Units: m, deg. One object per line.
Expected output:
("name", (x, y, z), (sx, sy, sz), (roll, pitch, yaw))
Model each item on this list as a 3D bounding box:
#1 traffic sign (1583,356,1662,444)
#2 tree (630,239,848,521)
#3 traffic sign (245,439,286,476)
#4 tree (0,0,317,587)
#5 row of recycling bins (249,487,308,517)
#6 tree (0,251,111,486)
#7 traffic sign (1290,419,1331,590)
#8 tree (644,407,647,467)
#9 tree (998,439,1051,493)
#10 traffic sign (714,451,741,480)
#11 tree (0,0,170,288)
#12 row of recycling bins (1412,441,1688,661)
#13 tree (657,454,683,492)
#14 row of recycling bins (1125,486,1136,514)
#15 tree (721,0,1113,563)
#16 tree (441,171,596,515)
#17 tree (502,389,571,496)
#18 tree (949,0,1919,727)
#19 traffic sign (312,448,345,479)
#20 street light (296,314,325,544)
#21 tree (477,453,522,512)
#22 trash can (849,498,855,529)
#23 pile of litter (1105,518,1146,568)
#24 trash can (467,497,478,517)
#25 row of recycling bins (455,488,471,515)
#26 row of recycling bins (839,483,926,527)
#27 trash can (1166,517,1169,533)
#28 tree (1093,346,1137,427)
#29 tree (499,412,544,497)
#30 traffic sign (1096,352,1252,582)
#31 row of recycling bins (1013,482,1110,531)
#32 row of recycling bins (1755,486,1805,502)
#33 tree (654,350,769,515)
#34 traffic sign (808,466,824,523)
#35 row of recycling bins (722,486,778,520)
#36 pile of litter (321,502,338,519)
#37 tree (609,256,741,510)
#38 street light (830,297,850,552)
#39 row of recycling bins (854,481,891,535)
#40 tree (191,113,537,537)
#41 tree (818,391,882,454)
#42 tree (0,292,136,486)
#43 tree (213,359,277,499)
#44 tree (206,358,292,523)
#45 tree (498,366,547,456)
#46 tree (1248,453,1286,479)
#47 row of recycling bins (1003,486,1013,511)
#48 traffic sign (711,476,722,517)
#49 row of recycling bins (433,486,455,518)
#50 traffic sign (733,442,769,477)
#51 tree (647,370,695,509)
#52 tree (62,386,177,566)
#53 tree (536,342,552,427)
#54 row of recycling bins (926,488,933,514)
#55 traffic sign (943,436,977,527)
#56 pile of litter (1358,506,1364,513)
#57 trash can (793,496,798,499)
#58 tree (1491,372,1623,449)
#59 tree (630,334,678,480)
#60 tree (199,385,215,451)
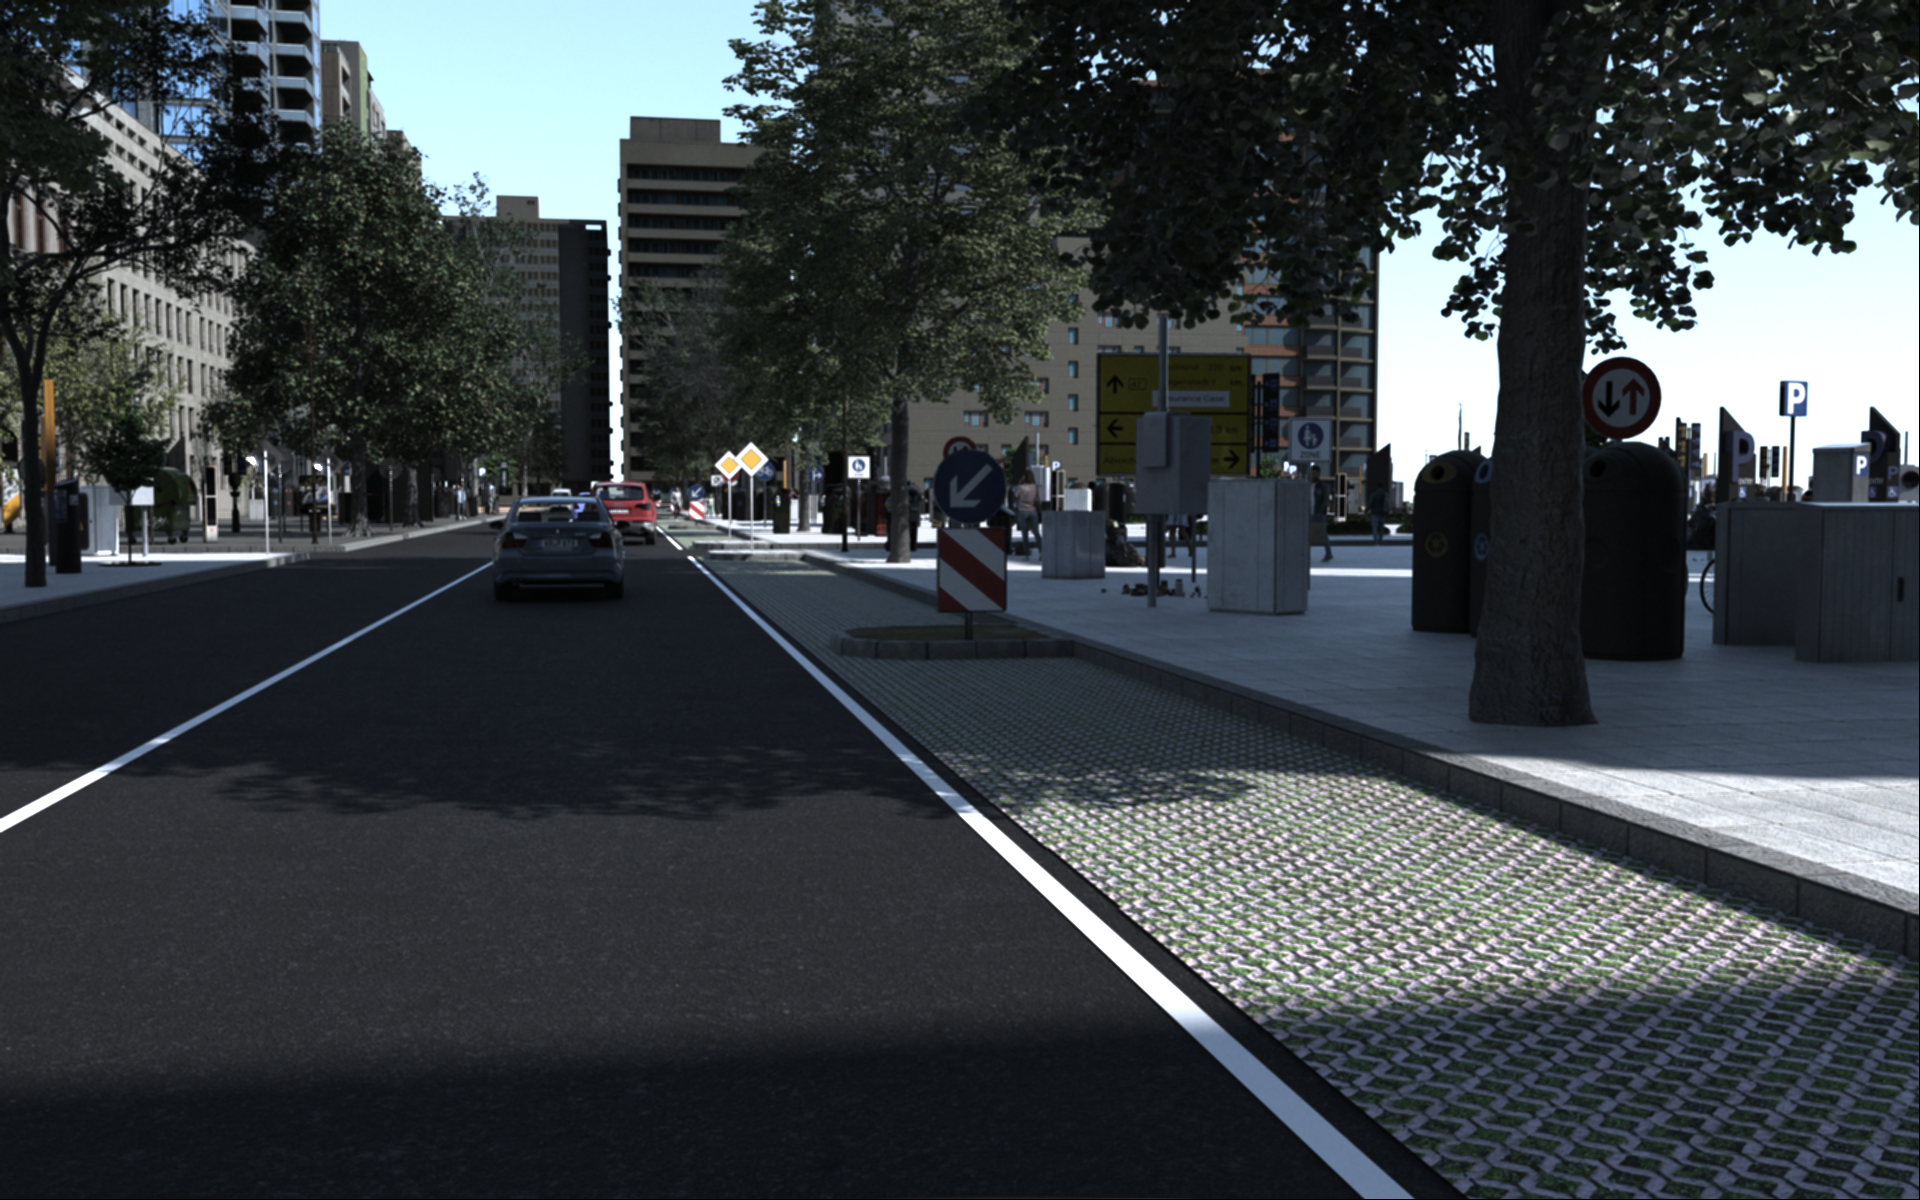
("traffic sign", (6.115, -0.980, 16.129), (0.768, 2.556, 0.104), (0, 4, -2))
("tree", (-10.199, -10.500, 82.043), (12.009, 13.543, 11.850), (0, 3, 0))
("traffic sign", (-14.605, -2.094, 36.428), (0.795, 2.593, 0.064), (-1, 4, -11))
("tree", (-12.726, -5.480, 24.018), (8.767, 10.594, 7.601), (1, 4, 10))
("row of recycling bins", (-38.917, -5.616, 98.929), (1.069, 1.692, 3.534), (2, 4, 35))
("tree", (-27.131, -6.307, 53.481), (4.737, 8.622, 4.395), (0, 3, 0))
("traffic sign", (4.671, -1.289, 23.199), (0.606, 2.300, 0.079), (-1, 4, -11))
("tree", (-23.845, -14.295, 151.843), (7.486, 12.596, 7.792), (0, 3, 0))
("tree", (3.609, -7.240, 102.093), (4.285, 4.588, 4.351), (0, 3, 0))
("traffic sign", (-6.131, -2.692, 46.196), (0.795, 2.593, 0.064), (-1, 4, -11))
("tree", (-10.707, -5.867, 14.057), (7.486, 12.596, 7.792), (0, 3, 0))
("row of recycling bins", (5.015, -0.481, 14.977), (1.069, 1.692, 3.534), (-1, 4, -12))
("tree", (-27.360, -13.155, 165.453), (4.737, 8.622, 4.395), (0, 3, 0))
("row of recycling bins", (9.458, -5.296, 93.701), (1.069, 1.692, 3.534), (1, 4, 15))
("tree", (-0.726, -6.969, 32.073), (7.486, 12.596, 7.792), (0, 3, 0))
("tree", (-29.981, -15.178, 104.045), (12.611, 20.169, 13.585), (0, 3, 0))
("tree", (-45.263, -16.260, 183.970), (7.486, 12.596, 7.792), (0, 3, 0))
("tree", (3.187, -6.293, 9.549), (9.857, 13.997, 8.962), (0, 3, 0))
("traffic sign", (-16.140, -2.573, 44.265), (0.795, 2.593, 0.064), (-1, 4, -11))
("street light", (-16.646, -4.387, 44.521), (0.468, 5.910, 1.993), (-1, 4, -11))
("tree", (-33.286, -8.619, 124.631), (4.285, 4.588, 4.351), (0, 3, 0))
("trash can", (-3.736, -3.192, 63.847), (0.748, 1.137, 0.748), (0, 3, 0))
("pile of litter", (2.908, -1.036, 30.909), (1.176, 0.858, 1.719), (-2, 4, -26))
("trash can", (-27.545, -5.263, 97.699), (0.748, 1.137, 0.748), (0, 3, 0))
("row of recycling bins", (-32.434, -6.209, 108.629), (3.534, 1.692, 1.069), (0, 4, -5))
("row of recycling bins", (-3.277, -3.697, 67.560), (3.534, 1.692, 1.069), (-1, 4, -14))
("trash can", (6.718, -2.819, 57.751), (0.748, 1.137, 0.748), (0, 3, 0))
("tree", (8.814, -8.253, 85.300), (4.737, 8.622, 4.395), (0, 3, 0))
("tree", (-36.395, -11.842, 143.984), (4.360, 8.622, 3.978), (0, 3, 0))
("traffic sign", (3.080, -1.906, 25.043), (2.265, 3.308, 0.079), (0, 4, -6))
("row of recycling bins", (3.724, -3.257, 60.357), (3.534, 1.692, 1.069), (0, 4, 6))
("row of recycling bins", (40.858, -4.851, 86.424), (1.069, 1.692, 3.534), (-1, 4, -9))
("tree", (-15.330, -10.538, 106.710), (7.601, 10.594, 8.767), (-1, 4, -16))
("traffic sign", (-6.327, -4.621, 75.660), (0.768, 2.556, 0.104), (-1, 4, -11))
("row of recycling bins", (-10.448, -4.846, 86.342), (3.534, 1.692, 1.069), (2, 4, 35))
("pile of litter", (-32.289, -4.609, 89.321), (1.719, 0.858, 1.176), (-1, 4, -17))
("tree", (-20.056, -17.126, 135.894), (12.611, 20.169, 13.585), (0, 3, 0))
("street light", (-2.563, -4.010, 38.356), (0.468, 5.910, 1.993), (-1, 4, -11))
("row of recycling bins", (-2.577, -2.970, 55.679), (1.069, 1.692, 3.534), (-1, 4, -11))
("tree", (-18.211, -8.287, 52.505), (9.611, 12.733, 9.660), (0, 3, 0))
("tree", (-6.623, -9.648, 108.113), (4.737, 8.622, 4.395), (0, 3, 0))
("tree", (-31.276, -6.717, 60.189), (4.360, 8.622, 3.978), (0, 3, 0))
("tree", (-37.896, -8.662, 91.985), (4.737, 8.622, 4.395), (0, 3, 0))
("tree", (-31.543, -7.793, 77.780), (4.360, 8.622, 3.978), (0, 3, 0))
("tree", (-26.002, -9.568, 90.853), (8.767, 10.594, 7.601), (-2, 4, -27))
("tree", (12.302, -4.614, 70.042), (1.663, 3.219, 1.824), (0, 3, 0))
("row of recycling bins", (2.978, -4.400, 79.052), (3.534, 1.692, 1.069), (0, 4, 2))
("traffic sign", (-13.337, -5.677, 94.956), (0.606, 2.300, 0.079), (0, 4, -5))
("row of recycling bins", (-29.535, -5.321, 94.118), (3.534, 1.692, 1.069), (0, 4, -4))
("traffic sign", (-4.596, -2.212, 38.360), (0.795, 2.593, 0.064), (-1, 4, -11))
("tree", (-5.157, -8.628, 59.203), (7.486, 12.596, 7.792), (0, 3, 0))
("tree", (-14.813, -2.228, 31.036), (1.663, 3.219, 1.824), (0, 3, 0))
("tree", (-21.024, -9.132, 66.318), (9.611, 12.733, 9.660), (0, 3, 0))
("row of recycling bins", (-2.293, -6.426, 112.169), (3.534, 1.692, 1.069), (-2, 4, -34))
("traffic sign", (0.006, -2.332, 38.235), (0.768, 2.556, 0.104), (0, 4, -3))
("pile of litter", (26.737, -6.341, 117.643), (1.719, 0.858, 1.176), (2, 4, 26))
("trash can", (-10.326, -6.036, 110.343), (0.748, 1.137, 0.748), (0, 3, 0))
("tree", (8.536, -1.802, 24.060), (1.663, 3.219, 1.824), (0, 3, 0))
("tree", (-18.241, -13.085, 120.598), (9.857, 13.997, 8.962), (0, 3, 0))
("tree", (-32.090, -7.122, 66.809), (4.737, 8.622, 4.395), (0, 3, 0))
